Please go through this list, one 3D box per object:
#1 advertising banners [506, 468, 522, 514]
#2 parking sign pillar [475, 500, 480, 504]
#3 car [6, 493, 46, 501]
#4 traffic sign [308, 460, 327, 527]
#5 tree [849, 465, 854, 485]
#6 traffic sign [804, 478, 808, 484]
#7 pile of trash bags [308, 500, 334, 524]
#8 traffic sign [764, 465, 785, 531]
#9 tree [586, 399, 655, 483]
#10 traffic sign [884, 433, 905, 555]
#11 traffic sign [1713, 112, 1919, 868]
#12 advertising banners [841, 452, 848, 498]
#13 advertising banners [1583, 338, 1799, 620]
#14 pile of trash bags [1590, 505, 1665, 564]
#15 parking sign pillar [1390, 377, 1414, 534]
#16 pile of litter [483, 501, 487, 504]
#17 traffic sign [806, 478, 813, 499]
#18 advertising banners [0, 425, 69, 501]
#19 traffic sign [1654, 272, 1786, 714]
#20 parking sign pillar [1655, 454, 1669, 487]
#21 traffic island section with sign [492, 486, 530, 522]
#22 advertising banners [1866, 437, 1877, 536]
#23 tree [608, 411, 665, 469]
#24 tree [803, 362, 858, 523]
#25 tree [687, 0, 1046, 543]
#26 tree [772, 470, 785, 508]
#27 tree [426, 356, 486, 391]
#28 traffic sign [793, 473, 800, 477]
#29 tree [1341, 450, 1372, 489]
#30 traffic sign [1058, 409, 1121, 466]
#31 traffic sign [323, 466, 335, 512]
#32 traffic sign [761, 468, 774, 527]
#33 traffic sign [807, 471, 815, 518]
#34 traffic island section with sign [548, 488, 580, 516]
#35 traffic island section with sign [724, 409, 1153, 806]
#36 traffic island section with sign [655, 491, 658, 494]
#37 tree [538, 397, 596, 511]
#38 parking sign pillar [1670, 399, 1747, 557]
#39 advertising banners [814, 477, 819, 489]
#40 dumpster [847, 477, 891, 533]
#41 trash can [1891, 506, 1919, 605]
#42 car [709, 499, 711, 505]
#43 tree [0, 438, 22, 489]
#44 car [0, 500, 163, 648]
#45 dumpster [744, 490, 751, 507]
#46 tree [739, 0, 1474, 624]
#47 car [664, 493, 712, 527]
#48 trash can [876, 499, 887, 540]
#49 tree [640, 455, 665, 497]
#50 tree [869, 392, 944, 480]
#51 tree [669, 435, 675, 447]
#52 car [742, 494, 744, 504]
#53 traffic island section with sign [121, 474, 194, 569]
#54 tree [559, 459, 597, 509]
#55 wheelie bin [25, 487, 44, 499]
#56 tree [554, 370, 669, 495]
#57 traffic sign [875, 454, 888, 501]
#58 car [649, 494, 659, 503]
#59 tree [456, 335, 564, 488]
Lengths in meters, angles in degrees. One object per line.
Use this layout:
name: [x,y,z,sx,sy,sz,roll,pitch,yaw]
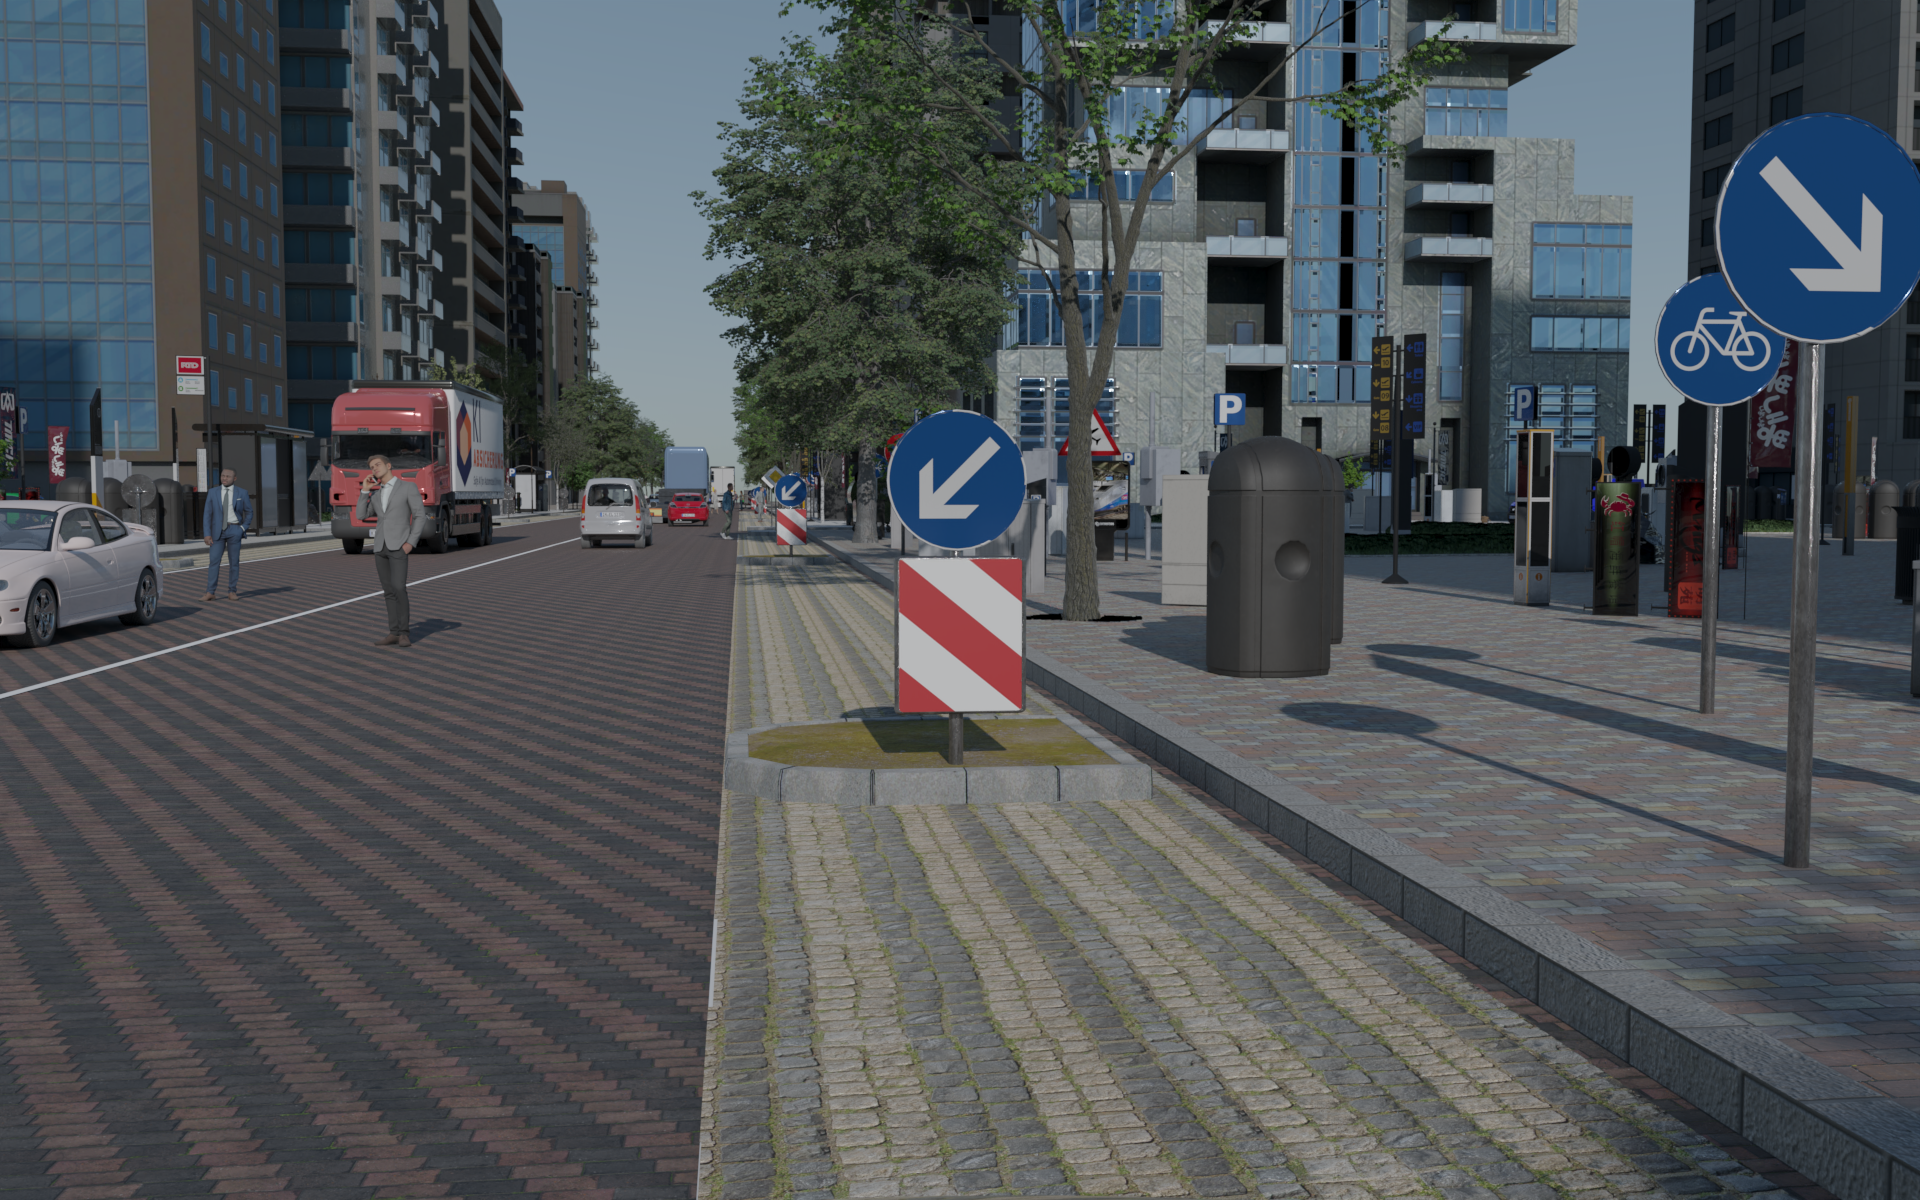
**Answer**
advertising banners: [-29.548,-7.243,114.610,0.090,3.025,2.074,-3,5,-40]
parking sign pillar: [-27.223,-6.609,96.535,1.447,3.967,1.447,2,4,33]
car: [-33.181,-3.203,61.158,4.718,1.807,1.959,0,4,-7]
traffic sign: [-24.677,-4.083,66.764,0.884,2.594,0.081,0,4,-4]
tree: [-6.714,-6.386,99.014,1.663,3.219,1.824,0,3,0]
traffic sign: [-12.425,-8.484,138.711,0.884,2.594,0.081,0,4,1]
pile of trash bags: [-28.011,-3.942,74.207,3.447,1.369,1.912,-3,5,-40]
traffic sign: [-6.397,-3.453,60.095,0.795,2.450,0.064,0,4,-7]
tree: [-40.742,-17.569,204.264,9.611,12.733,9.660,0,3,0]
traffic sign: [-1.193,-2.210,36.247,0.768,2.556,0.104,0,4,2]
traffic sign: [2.885,-0.354,5.895,0.768,2.556,0.104,0,4,-6]
advertising banners: [-4.751,-4.725,73.444,0.090,3.025,2.074,1,4,12]
advertising banners: [7.550,-1.324,17.828,2.074,3.025,0.090,2,4,25]
pile of trash bags: [11.330,-1.327,31.449,3.447,1.369,1.912,-3,5,-42]
parking sign pillar: [10.309,-3.178,40.435,1.447,3.967,1.447,1,4,12]
pile of litter: [-28.818,-5.579,105.183,1.719,0.858,1.176,2,4,26]
traffic sign: [-8.556,-6.167,100.931,0.768,2.556,0.104,0,4,-3]
advertising banners: [-23.602,-2.914,43.833,2.074,3.025,0.090,-3,5,-44]
traffic sign: [4.369,-0.608,10.054,0.768,2.556,0.104,0,4,-2]
parking sign pillar: [42.159,-7.040,103.579,1.447,3.967,1.447,-2,4,-30]
traffic island section with sign: [-22.971,-4.864,88.156,1.989,1.847,2.006,0,4,-7]
advertising banners: [27.442,-3.443,52.481,0.090,3.025,2.074,3,5,43]
tree: [-45.181,-19.934,236.283,12.009,13.543,11.850,0,3,0]
tree: [-5.842,-7.705,76.346,4.360,8.622,3.978,0,3,0]
tree: [-2.522,-8.479,45.293,9.857,13.997,8.962,0,3,0]
tree: [-13.841,-8.591,135.063,1.663,3.219,1.824,0,3,0]
tree: [-26.895,-8.640,91.634,4.737,8.622,4.395,0,3,0]
traffic sign: [-9.704,-6.276,102.723,0.768,2.556,0.104,0,4,-5]
tree: [17.273,-5.050,77.170,1.663,3.219,1.824,0,3,0]
traffic sign: [1.797,-1.473,24.081,0.884,2.594,0.081,0,3,0]
traffic sign: [-24.048,-4.072,66.576,0.884,2.594,0.081,0,4,-2]
traffic sign: [-7.400,-3.937,68.017,0.795,2.450,0.064,0,4,-7]
traffic sign: [-7.956,-5.757,94.236,0.768,2.556,0.104,0,4,-3]
traffic island section with sign: [-26.485,-6.557,115.839,1.989,1.847,2.006,0,4,-7]
traffic island section with sign: [-0.210,-0.016,8.882,1.989,1.847,2.006,0,4,-7]
traffic island section with sign: [-43.129,-14.597,247.289,1.989,1.847,2.006,0,4,-7]
tree: [-31.375,-11.504,138.453,4.360,8.622,3.978,0,3,0]
parking sign pillar: [15.455,-2.885,35.639,1.447,3.967,1.447,2,4,24]
advertising banners: [-7.309,-5.920,92.985,0.090,3.025,2.074,-2,4,-35]
dumpster: [-2.998,-3.423,58.464,1.502,2.255,1.985,0,4,-7]
trash can: [11.190,-0.515,20.072,0.748,1.137,0.748,0,3,0]
car: [-29.981,-12.048,206.567,1.945,1.707,3.694,0,4,-7]
tree: [-18.392,-2.304,32.265,1.663,3.219,1.824,0,3,0]
car: [-9.646,-0.316,17.536,2.083,1.381,4.827,0,4,-7]
dumpster: [-21.702,-10.564,180.934,1.865,1.857,1.264,0,4,-6]
tree: [1.374,-5.607,17.431,9.928,11.665,9.643,0,3,0]
car: [-12.197,-4.201,77.733,2.155,1.783,4.494,-1,4,-9]
trash can: [-2.424,-2.278,48.895,0.748,1.137,0.748,0,3,0]
tree: [-48.147,-20.219,264.984,7.601,10.594,8.767,2,4,26]
tree: [-0.707,-2.354,33.091,1.663,3.219,1.824,0,3,0]
tree: [-51.233,-23.329,288.084,9.857,13.997,8.962,0,3,0]
car: [-29.377,-14.153,240.191,1.959,1.807,4.718,0,4,-6]
traffic island section with sign: [-16.071,-1.528,33.604,1.989,1.847,2.006,0,4,-7]
tree: [-32.461,-9.987,146.995,4.285,4.588,4.351,0,3,0]
wheelie bin: [-39.296,-3.999,73.296,0.980,1.594,0.693,-1,4,-20]
tree: [-37.006,-16.604,178.133,9.857,13.997,8.962,0,3,0]
traffic sign: [-2.673,-3.364,55.102,0.768,2.556,0.104,0,4,-6]
car: [-28.509,-9.212,162.624,2.014,1.417,4.499,-1,4,-8]
tree: [-27.278,-10.276,102.427,8.767,10.594,7.601,2,4,25]
